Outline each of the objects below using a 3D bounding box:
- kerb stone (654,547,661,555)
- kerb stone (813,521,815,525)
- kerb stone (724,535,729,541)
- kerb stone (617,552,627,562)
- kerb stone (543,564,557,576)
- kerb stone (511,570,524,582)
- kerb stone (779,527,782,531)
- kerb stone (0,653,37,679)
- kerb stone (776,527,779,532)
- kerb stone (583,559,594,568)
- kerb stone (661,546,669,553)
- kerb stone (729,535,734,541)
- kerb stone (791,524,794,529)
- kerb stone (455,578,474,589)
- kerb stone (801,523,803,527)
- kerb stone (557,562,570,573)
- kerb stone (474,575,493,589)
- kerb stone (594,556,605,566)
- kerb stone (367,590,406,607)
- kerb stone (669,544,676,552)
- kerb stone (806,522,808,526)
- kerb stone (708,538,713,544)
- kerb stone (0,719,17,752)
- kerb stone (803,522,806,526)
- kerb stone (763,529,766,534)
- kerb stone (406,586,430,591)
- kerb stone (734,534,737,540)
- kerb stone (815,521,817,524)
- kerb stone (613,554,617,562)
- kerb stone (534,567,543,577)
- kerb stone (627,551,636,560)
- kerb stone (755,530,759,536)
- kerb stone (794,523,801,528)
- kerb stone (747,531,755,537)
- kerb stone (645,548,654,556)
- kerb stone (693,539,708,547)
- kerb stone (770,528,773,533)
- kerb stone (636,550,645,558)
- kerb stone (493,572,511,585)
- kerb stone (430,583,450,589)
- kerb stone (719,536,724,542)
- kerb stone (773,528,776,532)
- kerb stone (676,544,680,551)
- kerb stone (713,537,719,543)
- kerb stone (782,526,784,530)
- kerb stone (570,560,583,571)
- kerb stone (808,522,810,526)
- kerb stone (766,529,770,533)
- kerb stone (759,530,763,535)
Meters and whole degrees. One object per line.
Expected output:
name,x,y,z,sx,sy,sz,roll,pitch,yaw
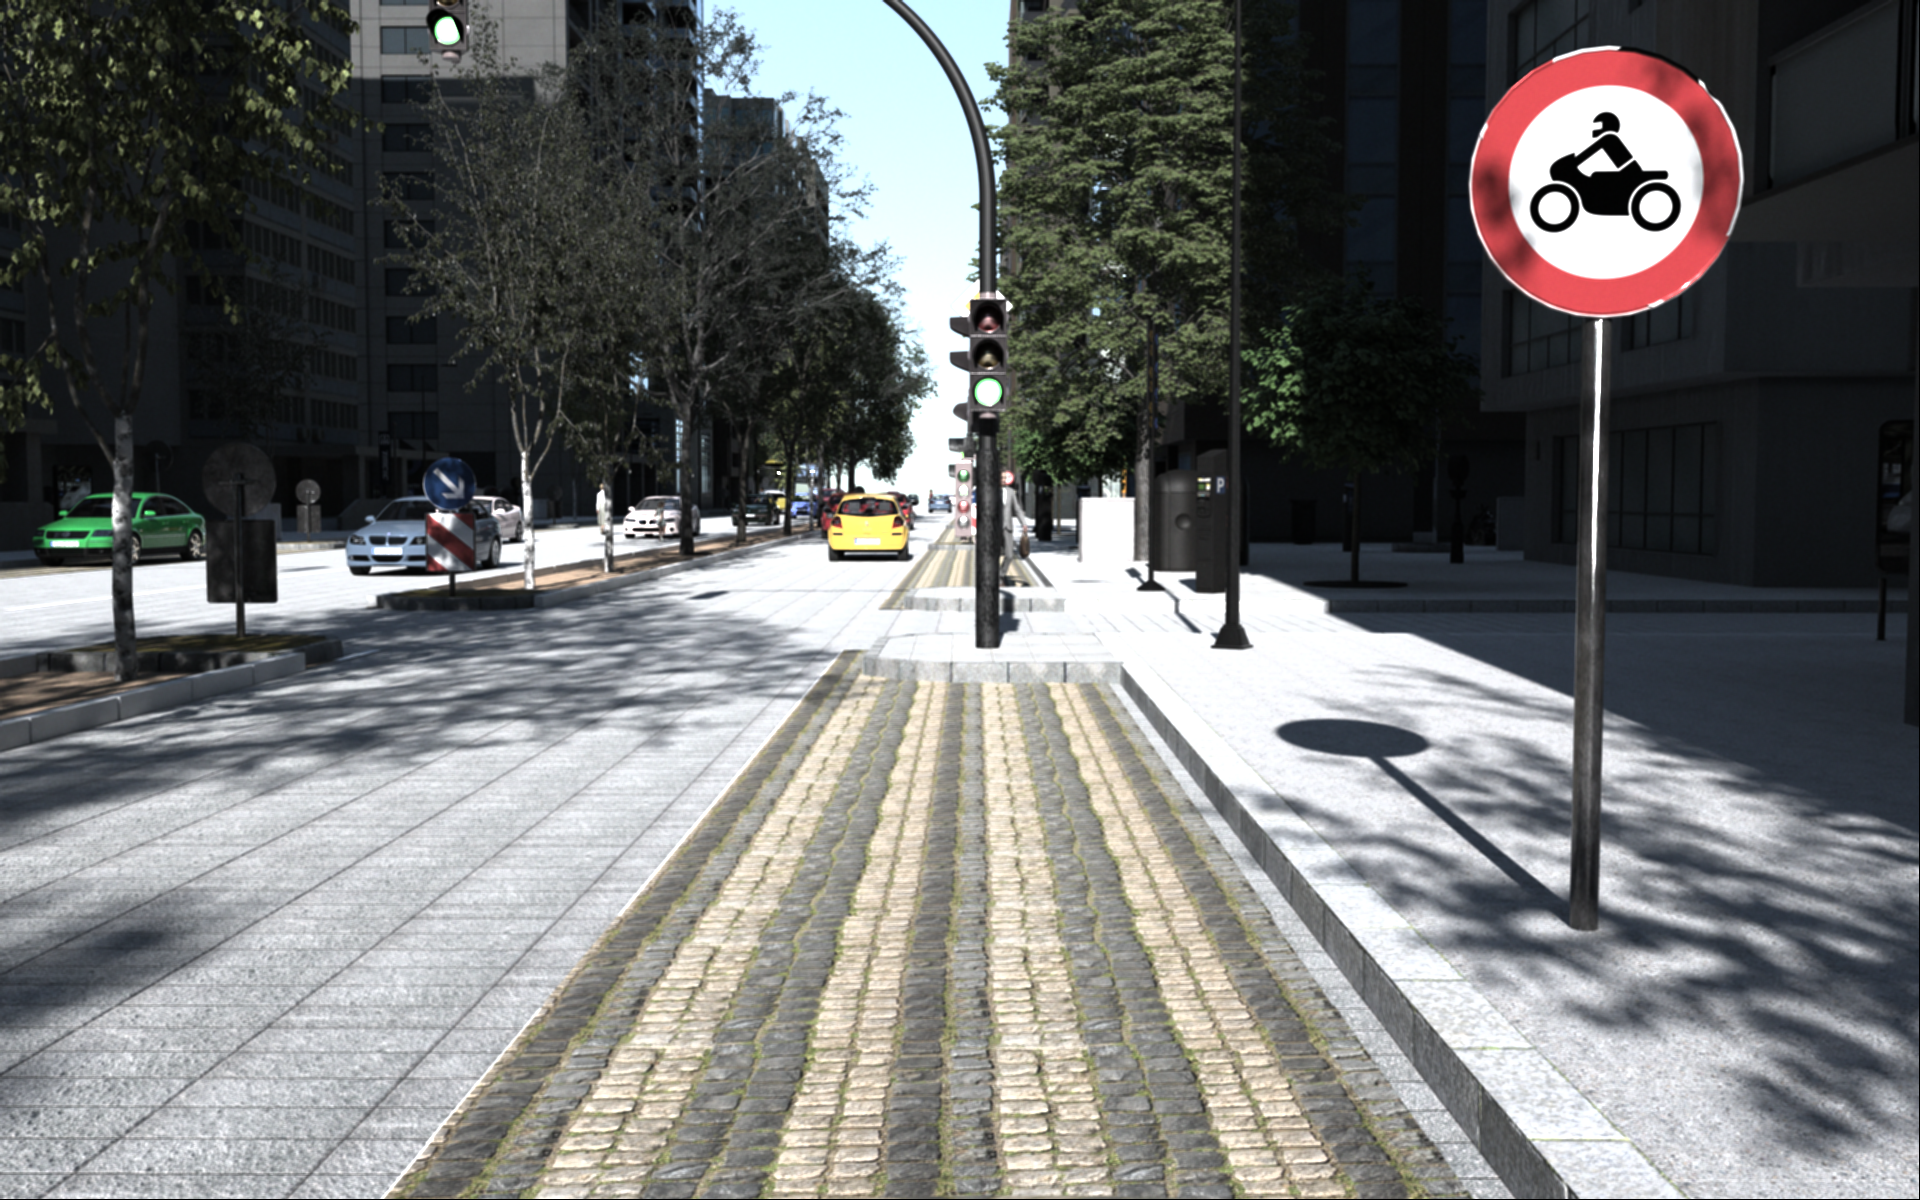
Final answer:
kerb stone,-7.233,-1.132,40.708,0.120,0.150,1.000,0,4,0
kerb stone,-6.900,-3.508,79.681,0.120,0.150,1.000,0,4,0
kerb stone,-7.127,-1.818,51.988,0.120,0.150,1.000,0,4,0
kerb stone,-7.261,-0.881,36.605,0.120,0.150,1.000,0,4,0
kerb stone,-7.322,-0.506,30.466,0.120,0.150,1.000,0,4,0
kerb stone,-7.330,-0.378,28.422,0.120,0.150,1.000,0,4,0
kerb stone,-7.020,-2.698,66.323,0.120,0.150,1.000,0,4,0
kerb stone,-7.457,0.530,13.523,0.120,0.150,1.000,0,4,0
kerb stone,-7.020,-2.636,65.297,0.120,0.150,1.000,0,4,0
kerb stone,-7.300,-0.694,33.539,0.120,0.150,1.000,0,4,0
kerb stone,-7.223,-1.193,41.732,0.120,0.150,1.000,0,4,0
kerb stone,-7.122,-1.883,53.014,0.120,0.150,1.000,0,4,0
kerb stone,-6.983,-2.949,70.422,0.120,0.150,1.000,0,4,0
kerb stone,-7.358,-0.193,25.356,0.120,0.150,1.000,0,4,0
kerb stone,-6.954,-3.200,74.517,0.120,0.150,1.000,0,4,0
kerb stone,-7.306,-0.568,31.489,0.120,0.150,1.000,0,4,0
kerb stone,-7.347,-0.256,26.378,0.120,0.150,1.000,0,4,0
kerb stone,-7.287,-0.745,34.562,0.120,0.150,1.000,0,4,0
kerb stone,-7.390,-0.005,22.280,0.120,0.150,1.000,0,4,0
kerb stone,-7.209,-1.257,42.754,0.120,0.150,1.000,0,4,0
kerb stone,-6.931,-3.326,76.572,0.120,0.150,1.000,0,4,0
kerb stone,-7.169,-1.634,48.904,0.120,0.150,1.000,0,4,0
kerb stone,-5.392,0.786,9.417,0.120,0.150,1.000,0,4,0
kerb stone,-6.941,-3.263,75.539,0.120,0.150,1.000,0,4,0
kerb stone,-7.057,-2.384,61.210,0.120,0.150,1.000,0,4,0
kerb stone,-7.381,-0.065,23.311,0.120,0.150,1.000,0,4,0
kerb stone,-7.119,-1.947,54.036,0.120,0.150,1.000,0,4,0
kerb stone,-6.902,-3.577,80.703,0.120,0.150,1.000,0,4,0
kerb stone,-7.268,-0.819,35.583,0.120,0.150,1.000,0,4,0
kerb stone,-7.324,-0.443,29.444,0.120,0.150,1.000,0,4,0
kerb stone,-7.263,-0.944,37.629,0.120,0.150,1.000,0,4,0
kerb stone,-7.074,-2.260,59.162,0.120,0.150,1.000,0,4,0
kerb stone,-6.957,-3.137,73.488,0.120,0.150,1.000,0,4,0
kerb stone,-7.089,-2.198,58.140,0.120,0.150,1.000,0,4,0
kerb stone,-7.226,-1.070,39.686,0.120,0.150,1.000,0,4,0
kerb stone,-7.173,-1.571,47.878,0.120,0.150,1.000,0,4,0
kerb stone,-7.039,-2.511,63.254,0.120,0.150,1.000,0,4,0
kerb stone,-7.245,-1.003,38.658,0.120,0.150,1.000,0,4,0
kerb stone,-7.342,-0.318,27.400,0.120,0.150,1.000,0,4,0
kerb stone,-7.370,-0.130,24.334,0.120,0.150,1.000,0,4,0
kerb stone,-7.146,-1.759,50.966,0.120,0.150,1.000,0,4,0
kerb stone,-7.041,-2.572,64.276,0.120,0.150,1.000,0,4,0
kerb stone,-7.201,-1.320,43.778,0.120,0.150,1.000,0,4,0
kerb stone,-7.159,-1.696,49.929,0.120,0.150,1.000,0,4,0
kerb stone,-7.010,-2.759,67.345,0.120,0.150,1.000,0,4,0
kerb stone,-7.298,-0.625,32.517,0.120,0.150,1.000,0,4,0
kerb stone,-6.921,-3.382,77.613,0.120,0.150,1.000,0,4,0
kerb stone,-7.050,-2.449,62.232,0.120,0.150,1.000,0,4,0
kerb stone,-7.068,-2.324,60.188,0.120,0.150,1.000,0,4,0
